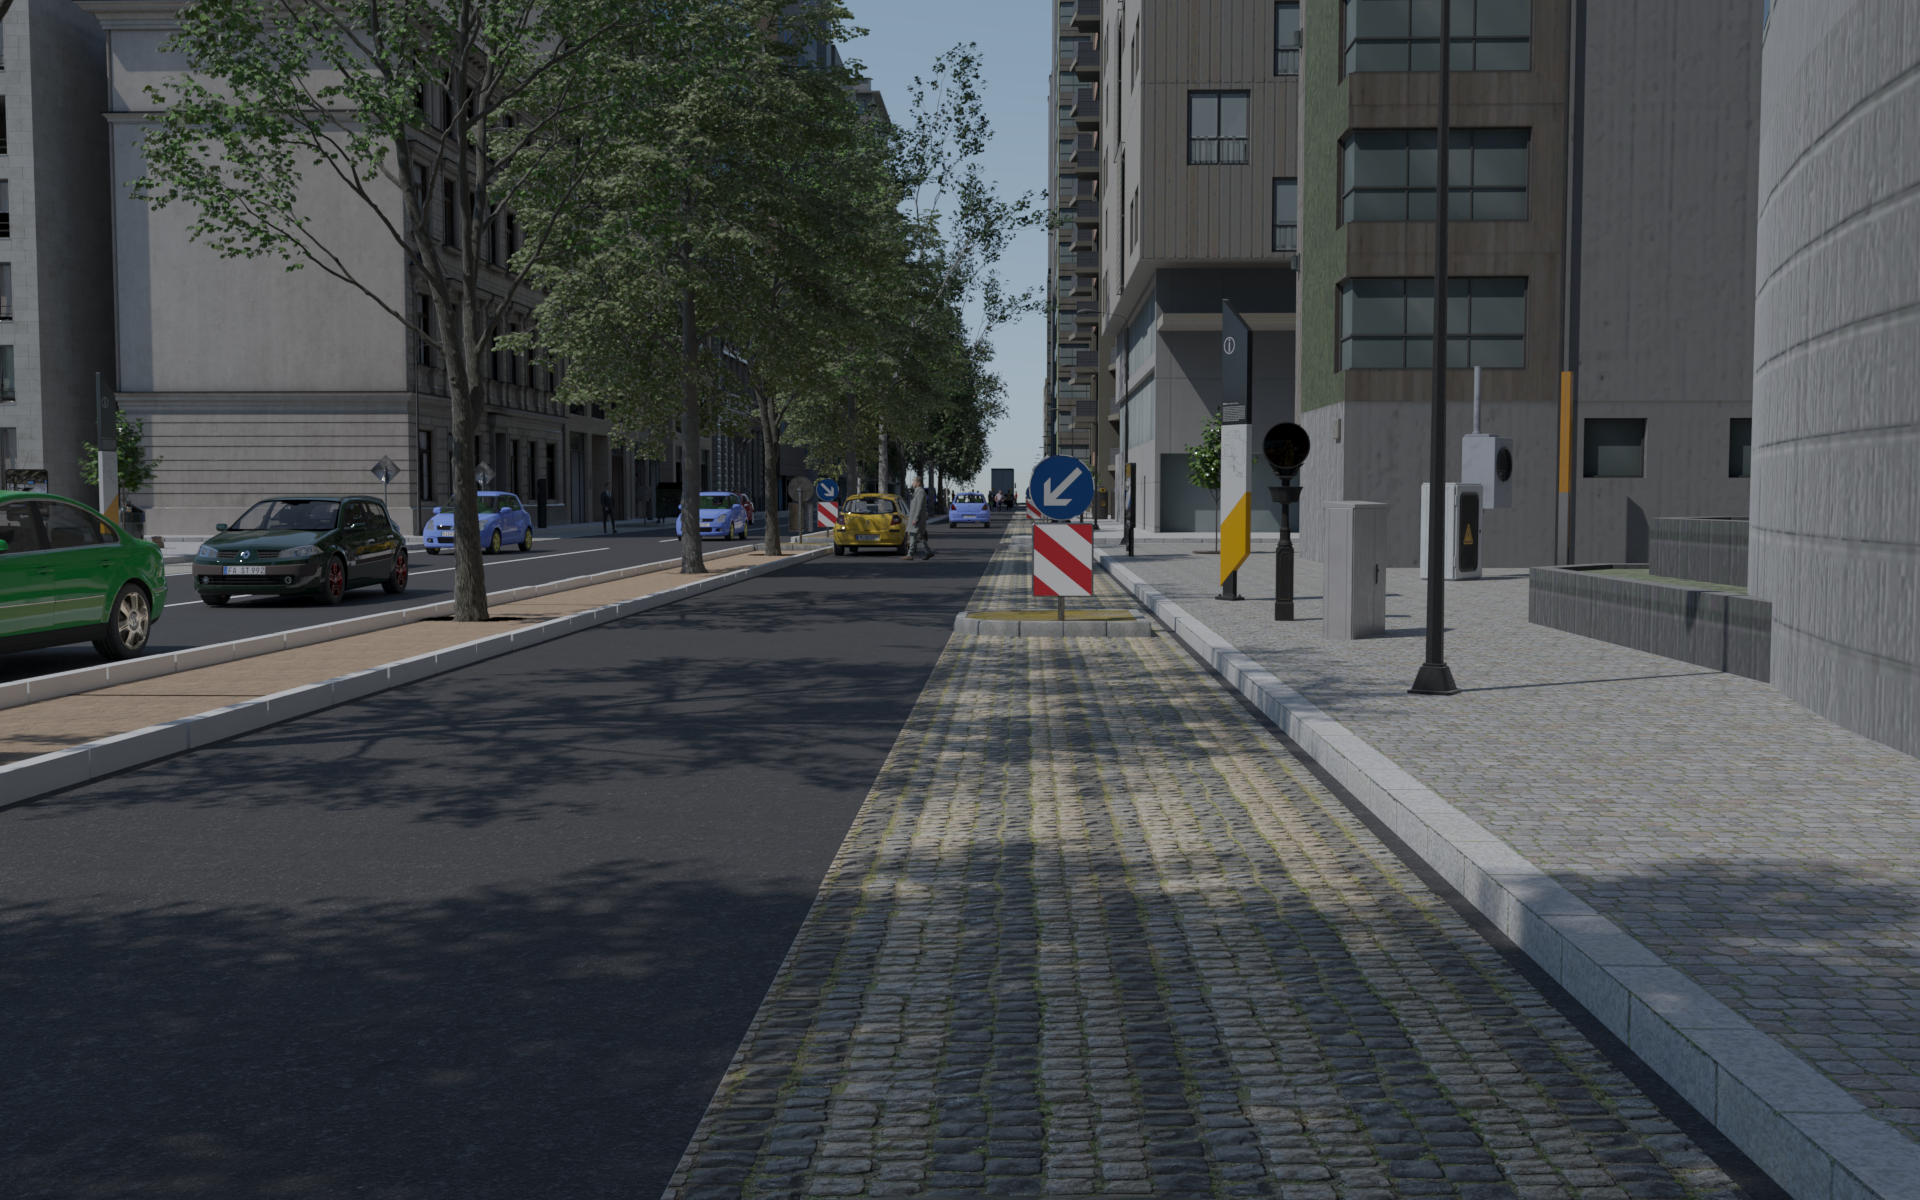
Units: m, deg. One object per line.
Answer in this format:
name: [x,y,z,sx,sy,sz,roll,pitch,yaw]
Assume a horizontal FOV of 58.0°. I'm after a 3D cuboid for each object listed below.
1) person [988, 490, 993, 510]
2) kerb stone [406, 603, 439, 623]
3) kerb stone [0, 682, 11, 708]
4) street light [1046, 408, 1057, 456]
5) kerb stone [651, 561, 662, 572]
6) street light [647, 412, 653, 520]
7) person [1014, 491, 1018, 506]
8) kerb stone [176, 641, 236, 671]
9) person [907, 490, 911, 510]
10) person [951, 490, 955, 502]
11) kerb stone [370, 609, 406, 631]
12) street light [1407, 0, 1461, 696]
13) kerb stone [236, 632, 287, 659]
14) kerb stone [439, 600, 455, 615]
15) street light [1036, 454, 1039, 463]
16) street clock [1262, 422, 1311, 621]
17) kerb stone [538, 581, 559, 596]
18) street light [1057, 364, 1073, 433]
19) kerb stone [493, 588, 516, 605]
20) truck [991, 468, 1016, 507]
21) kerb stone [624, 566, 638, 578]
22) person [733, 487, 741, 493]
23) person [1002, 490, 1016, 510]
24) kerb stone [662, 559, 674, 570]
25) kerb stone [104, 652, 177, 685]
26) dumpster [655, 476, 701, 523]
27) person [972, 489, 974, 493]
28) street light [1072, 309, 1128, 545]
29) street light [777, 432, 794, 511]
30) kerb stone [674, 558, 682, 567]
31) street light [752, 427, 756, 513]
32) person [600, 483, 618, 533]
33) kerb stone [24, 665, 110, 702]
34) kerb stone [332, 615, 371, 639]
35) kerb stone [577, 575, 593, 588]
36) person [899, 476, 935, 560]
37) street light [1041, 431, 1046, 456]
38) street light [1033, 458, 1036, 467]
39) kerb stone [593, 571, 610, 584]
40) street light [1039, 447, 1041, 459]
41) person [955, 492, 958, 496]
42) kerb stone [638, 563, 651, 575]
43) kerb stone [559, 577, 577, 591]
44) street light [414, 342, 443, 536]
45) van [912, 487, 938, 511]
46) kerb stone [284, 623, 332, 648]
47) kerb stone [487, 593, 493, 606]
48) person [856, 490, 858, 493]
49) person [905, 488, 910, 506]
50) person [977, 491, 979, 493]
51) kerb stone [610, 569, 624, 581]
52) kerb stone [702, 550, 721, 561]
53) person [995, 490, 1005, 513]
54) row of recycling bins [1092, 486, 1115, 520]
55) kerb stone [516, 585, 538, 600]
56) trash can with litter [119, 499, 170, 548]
person: [2.723,-8.902,154.592,0.434,1.755,0.990,2,4,24]
kerb stone: [-6.128,0.168,19.502,0.120,0.150,1.000,0,4,2]
kerb stone: [-6.437,0.666,11.313,0.120,0.150,1.000,0,4,2]
street light: [5.577,-7.433,94.066,1.470,5.913,1.316,0,4,2]
kerb stone: [-5.676,-0.587,31.800,0.120,0.150,1.000,0,4,2]
street light: [-14.642,-6.859,84.689,1.470,5.913,1.316,0,4,2]
person: [6.979,-12.731,216.590,0.705,1.831,1.348,-1,4,-18]
kerb stone: [-6.324,0.479,14.395,0.120,0.150,1.000,0,4,2]
person: [-3.952,-7.421,130.504,0.551,1.740,0.621,1,4,16]
person: [-0.641,-9.706,167.125,0.705,1.831,1.348,1,4,9]
kerb stone: [-6.178,0.227,18.481,0.120,0.150,1.000,0,4,2]
street light: [2.521,-2.354,11.033,1.470,5.913,1.316,0,4,2]
kerb stone: [-6.289,0.419,15.417,0.120,0.150,1.000,0,4,2]
kerb stone: [-6.092,0.102,20.526,0.120,0.150,1.000,0,4,2]
street light: [8.456,-12.099,170.355,1.470,5.913,1.316,0,4,2]
street clock: [3.290,-0.792,17.519,0.471,2.002,0.358,0,4,8]
kerb stone: [-5.938,-0.134,24.622,0.120,0.150,1.000,0,4,2]
street light: [4.319,-5.464,61.873,1.470,5.913,1.316,0,4,2]
kerb stone: [-6.023,-0.023,22.576,0.120,0.150,1.000,0,4,2]
truck: [4.798,-12.474,192.864,2.839,4.237,11.283,0,4,2]
kerb stone: [-5.747,-0.460,29.752,0.120,0.150,1.000,0,4,2]
person: [-12.648,-5.478,98.042,0.580,1.828,0.573,1,4,17]
person: [4.334,-8.925,154.521,1.348,1.812,0.705,-1,4,-15]
kerb stone: [-5.631,-0.650,32.826,0.120,0.150,1.000,0,4,2]
kerb stone: [-6.368,0.540,13.373,0.120,0.150,1.000,0,4,2]
dumpster: [-13.191,-4.654,81.045,1.985,2.255,1.502,0,4,3]
person: [1.031,-7.836,136.621,1.348,1.824,0.705,0,4,1]
street light: [3.656,-4.350,43.669,1.470,5.913,1.316,0,4,2]
street light: [-12.976,-9.556,128.783,1.470,5.913,1.316,0,4,2]
kerb stone: [-5.593,-0.713,33.853,0.120,0.150,1.000,0,4,2]
street light: [-13.457,-8.828,116.884,1.470,5.913,1.316,0,4,2]
person: [-12.792,-3.361,63.229,0.659,1.850,0.755,-3,4,-38]
kerb stone: [-6.403,0.603,12.340,0.120,0.150,1.000,0,4,2]
kerb stone: [-6.209,0.290,17.459,0.120,0.150,1.000,0,4,2]
kerb stone: [-5.870,-0.274,26.671,0.120,0.150,1.000,0,4,2]
person: [-0.932,-1.764,37.437,0.767,1.812,0.694,0,4,-1]
street light: [6.850,-9.432,126.755,1.470,5.913,1.316,0,4,2]
street light: [9.615,-14.079,202.734,1.470,5.913,1.316,0,4,2]
kerb stone: [-5.823,-0.329,27.695,0.120,0.150,1.000,0,4,2]
street light: [7.230,-10.130,138.161,1.470,5.913,1.316,0,4,2]
person: [-0.380,-16.753,283.192,1.217,1.735,0.721,0,4,2]
kerb stone: [-5.709,-0.523,30.773,0.120,0.150,1.000,0,4,2]
kerb stone: [-5.899,-0.206,25.650,0.120,0.150,1.000,0,4,2]
street light: [-15.895,-4.890,52.496,1.470,5.913,1.316,0,4,2]
van: [-2.847,-8.755,147.526,2.240,2.365,5.245,0,4,2]
kerb stone: [-6.241,0.352,16.438,0.120,0.150,1.000,0,4,2]
kerb stone: [-6.053,0.040,21.547,0.120,0.150,1.000,0,4,2]
person: [-7.641,-7.361,129.558,1.217,1.736,0.721,0,4,-7]
person: [-3.353,-5.930,105.572,0.709,1.813,0.853,1,4,12]
person: [1.437,-8.477,147.815,0.721,1.735,1.217,1,4,15]
kerb stone: [-5.789,-0.398,28.716,0.120,0.150,1.000,0,4,2]
kerb stone: [-5.446,-0.961,37.956,0.120,0.150,1.000,0,4,2]
person: [3.029,-7.487,131.857,0.756,1.711,0.436,0,3,0]
row of recycling bins: [8.370,-4.887,87.012,3.534,1.692,1.069,1,4,13]
kerb stone: [-5.980,-0.086,23.597,0.120,0.150,1.000,0,4,2]
trash can with litter: [-19.238,-1.801,40.838,1.055,1.170,0.624,-2,4,-27]
